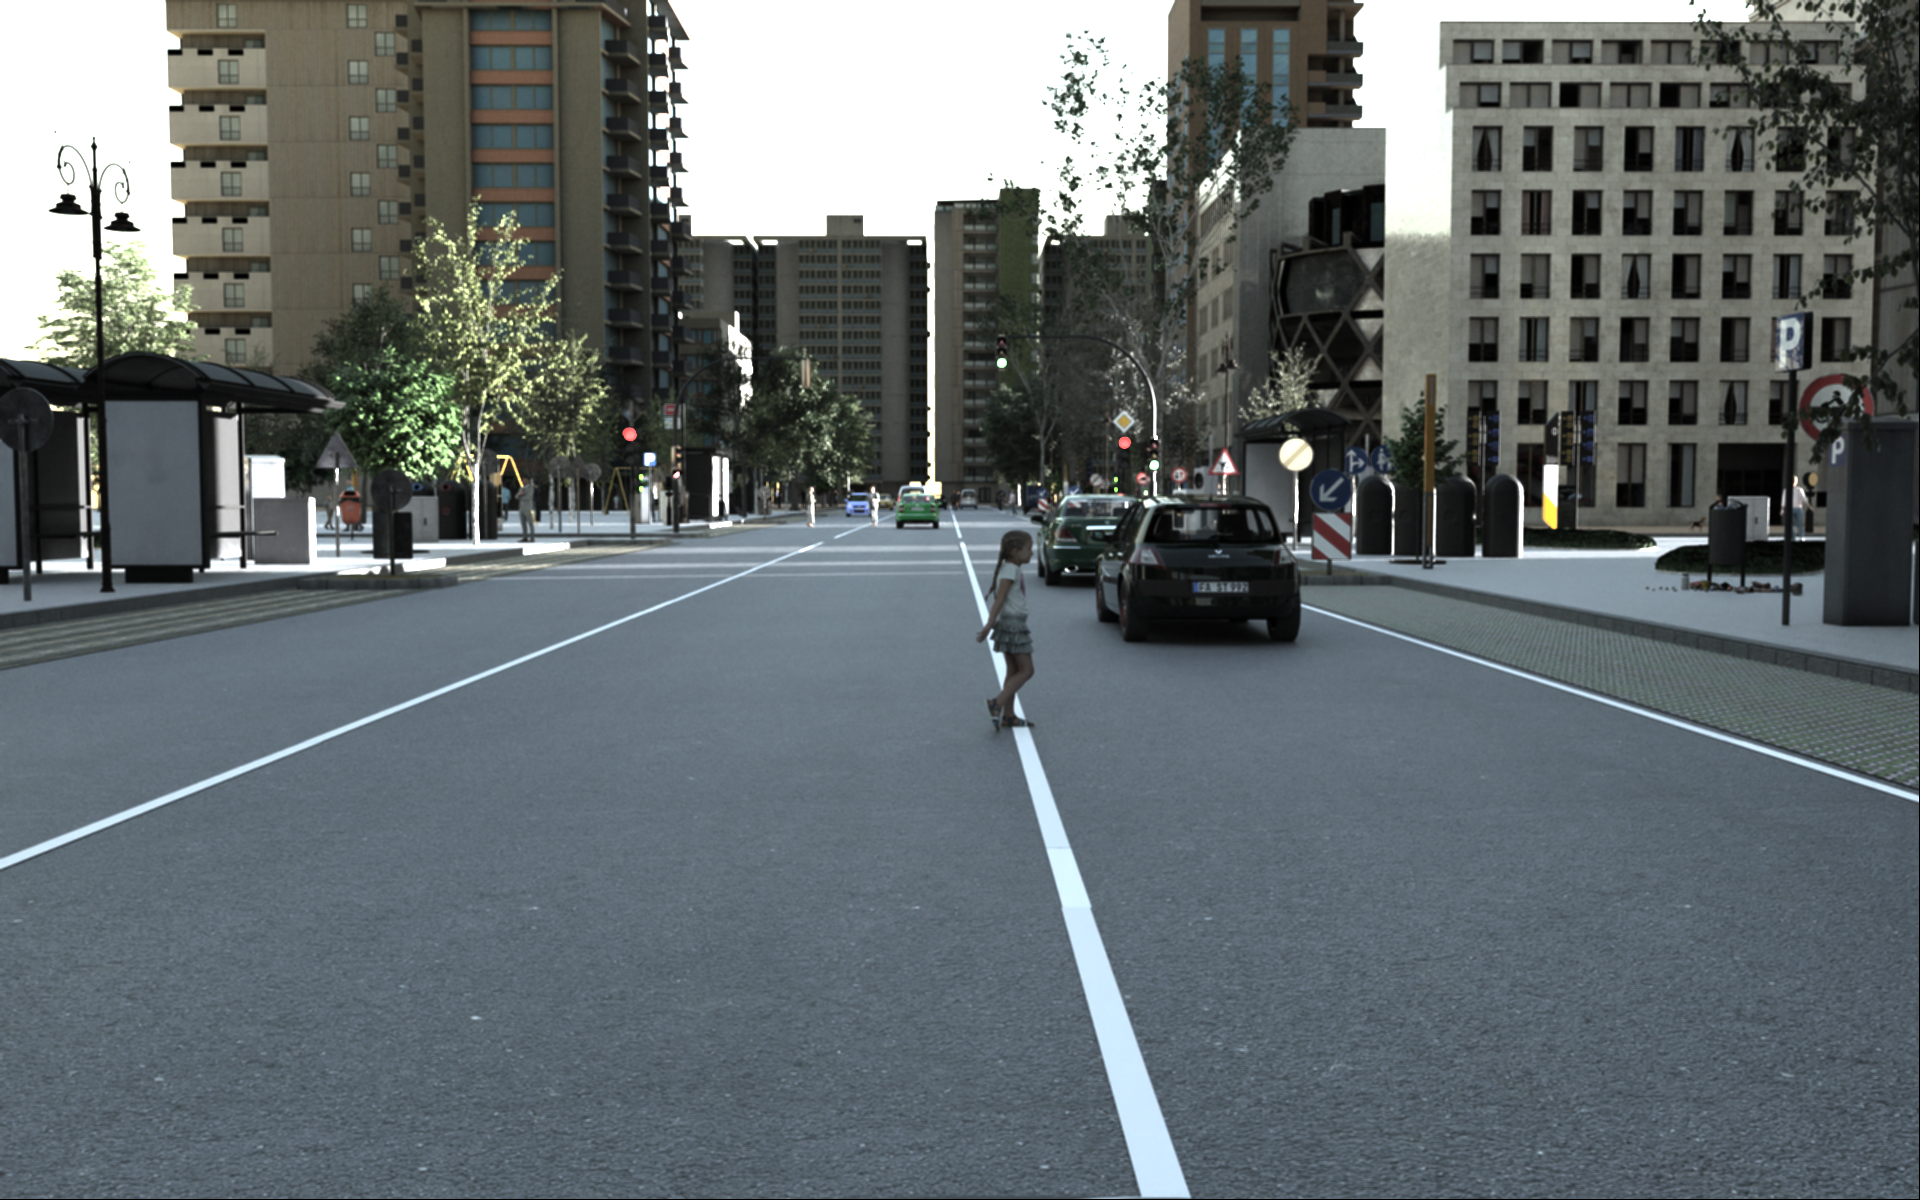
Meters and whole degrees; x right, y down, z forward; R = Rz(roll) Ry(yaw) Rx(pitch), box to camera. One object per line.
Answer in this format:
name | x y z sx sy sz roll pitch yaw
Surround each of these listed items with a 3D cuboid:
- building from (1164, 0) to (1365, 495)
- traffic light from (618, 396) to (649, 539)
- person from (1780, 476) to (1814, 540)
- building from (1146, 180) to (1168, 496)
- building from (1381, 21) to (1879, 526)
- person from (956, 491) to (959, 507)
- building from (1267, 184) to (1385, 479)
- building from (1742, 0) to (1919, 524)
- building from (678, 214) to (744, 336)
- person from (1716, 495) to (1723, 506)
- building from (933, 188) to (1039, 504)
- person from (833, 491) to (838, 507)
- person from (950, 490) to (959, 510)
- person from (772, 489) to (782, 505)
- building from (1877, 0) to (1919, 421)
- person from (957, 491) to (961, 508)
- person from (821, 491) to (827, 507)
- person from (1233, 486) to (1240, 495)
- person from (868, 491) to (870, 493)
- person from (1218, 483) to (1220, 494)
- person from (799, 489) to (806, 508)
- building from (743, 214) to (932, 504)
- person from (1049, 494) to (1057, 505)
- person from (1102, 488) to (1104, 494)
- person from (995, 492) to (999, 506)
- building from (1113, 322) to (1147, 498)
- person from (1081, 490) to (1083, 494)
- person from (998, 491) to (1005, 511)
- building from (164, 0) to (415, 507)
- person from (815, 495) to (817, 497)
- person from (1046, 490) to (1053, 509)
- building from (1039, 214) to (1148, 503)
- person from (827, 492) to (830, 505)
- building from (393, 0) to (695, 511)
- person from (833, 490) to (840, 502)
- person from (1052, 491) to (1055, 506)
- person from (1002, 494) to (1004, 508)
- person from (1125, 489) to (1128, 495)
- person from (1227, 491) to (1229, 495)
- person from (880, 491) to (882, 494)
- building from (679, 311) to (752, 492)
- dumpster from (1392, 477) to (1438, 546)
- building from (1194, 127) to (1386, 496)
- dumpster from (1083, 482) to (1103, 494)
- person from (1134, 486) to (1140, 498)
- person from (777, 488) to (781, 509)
building | 25.180 -30.358 146.463 14.600 45.320 14.200 0 4 0
traffic light | -9.366 -3.710 49.584 0.839 4.253 0.868 0 4 0
person | 20.932 -2.232 43.210 0.731 1.740 0.598 0 4 5
building | 24.210 -23.846 161.578 14.160 30.474 14.107 0 4 0
building | 27.717 -13.387 73.629 16.860 20.320 10.420 0 4 0
person | -0.212 -11.478 196.161 0.705 1.824 1.348 -3 4 -38
building | 26.751 -14.451 103.730 16.820 18.784 16.811 0 4 0
building | 46.509 -17.677 74.922 20.117 28.700 13.634 0 4 0
building | -40.085 -33.721 243.224 23.993 40.220 32.217 0 4 0
person | 25.225 -2.870 57.639 0.373 1.253 0.362 1 4 20
building | 3.405 -33.632 233.478 14.086 41.232 14.154 0 4 0
person | -12.359 -10.046 171.221 0.530 1.710 0.541 0 4 1
person | -0.519 -8.721 151.646 0.990 1.755 0.434 3 5 42
person | -20.695 -11.586 195.457 1.348 1.826 0.705 -1 4 -20
building | 25.164 -21.203 30.266 14.154 41.232 14.086 0 4 0
person | -0.004 -10.427 179.787 0.445 1.727 0.742 1 4 23
person | -13.944 -10.434 177.301 0.621 1.740 0.551 2 4 23
person | 17.775 -6.434 111.596 0.694 1.780 0.624 3 5 40
person | -10.536 -11.846 202.713 0.617 1.759 0.750 3 5 42
person | 11.404 -4.342 77.308 0.850 1.792 0.678 0 4 2
person | -14.399 -9.350 159.733 1.217 1.723 0.721 2 4 30
building | -16.093 -33.736 243.462 23.993 40.220 32.217 0 4 0
person | 10.654 -11.720 197.808 1.348 1.807 0.705 -3 5 -43
person | 13.117 -9.294 158.135 0.705 1.807 1.348 -3 5 -39
person | 4.149 -11.262 194.107 0.415 1.643 0.593 0 4 5
building | 31.518 -20.730 183.974 27.650 21.520 28.899 0 4 0
person | 7.802 -6.541 113.017 0.581 1.822 0.654 2 4 31
person | 3.579 -8.648 150.621 0.721 1.735 1.217 2 4 27
building | -66.682 -36.332 183.260 27.495 52.752 28.713 0 4 0
person | -15.996 -11.100 188.462 0.756 1.711 0.436 2 4 27
person | 7.779 -8.924 152.743 0.721 1.735 1.217 -2 4 -35
building | 23.052 -33.732 243.394 23.993 40.220 32.217 0 4 0
person | -16.183 -12.536 214.017 0.434 1.755 0.990 -3 4 -37
building | -34.789 -30.100 146.751 22.147 44.769 28.867 0 4 0
person | -14.249 -11.674 197.640 1.217 1.735 0.721 1 4 10
person | 10.045 -10.937 185.667 0.445 1.727 0.742 3 5 41
person | 4.491 -10.358 181.081 0.599 1.433 0.991 0 3 0
person | 17.259 -10.684 180.590 0.599 1.838 0.709 0 4 3
person | 15.186 -5.633 98.686 0.519 1.759 0.362 3 5 41
person | -8.357 -10.823 186.244 0.721 1.735 1.217 -3 5 -40
building | -38.079 -20.733 184.017 28.899 21.520 27.650 0 4 0
dumpster | 11.030 -2.179 41.377 1.264 1.857 1.865 0 4 0
building | 23.951 -18.584 121.862 12.078 24.808 19.932 0 4 0
dumpster | 10.079 -7.929 132.131 1.502 2.255 1.985 0 4 0
person | 11.760 -6.671 115.091 0.573 1.828 0.580 -2 4 -28
person | -16.098 -9.043 153.864 0.705 1.831 1.348 0 4 -1
